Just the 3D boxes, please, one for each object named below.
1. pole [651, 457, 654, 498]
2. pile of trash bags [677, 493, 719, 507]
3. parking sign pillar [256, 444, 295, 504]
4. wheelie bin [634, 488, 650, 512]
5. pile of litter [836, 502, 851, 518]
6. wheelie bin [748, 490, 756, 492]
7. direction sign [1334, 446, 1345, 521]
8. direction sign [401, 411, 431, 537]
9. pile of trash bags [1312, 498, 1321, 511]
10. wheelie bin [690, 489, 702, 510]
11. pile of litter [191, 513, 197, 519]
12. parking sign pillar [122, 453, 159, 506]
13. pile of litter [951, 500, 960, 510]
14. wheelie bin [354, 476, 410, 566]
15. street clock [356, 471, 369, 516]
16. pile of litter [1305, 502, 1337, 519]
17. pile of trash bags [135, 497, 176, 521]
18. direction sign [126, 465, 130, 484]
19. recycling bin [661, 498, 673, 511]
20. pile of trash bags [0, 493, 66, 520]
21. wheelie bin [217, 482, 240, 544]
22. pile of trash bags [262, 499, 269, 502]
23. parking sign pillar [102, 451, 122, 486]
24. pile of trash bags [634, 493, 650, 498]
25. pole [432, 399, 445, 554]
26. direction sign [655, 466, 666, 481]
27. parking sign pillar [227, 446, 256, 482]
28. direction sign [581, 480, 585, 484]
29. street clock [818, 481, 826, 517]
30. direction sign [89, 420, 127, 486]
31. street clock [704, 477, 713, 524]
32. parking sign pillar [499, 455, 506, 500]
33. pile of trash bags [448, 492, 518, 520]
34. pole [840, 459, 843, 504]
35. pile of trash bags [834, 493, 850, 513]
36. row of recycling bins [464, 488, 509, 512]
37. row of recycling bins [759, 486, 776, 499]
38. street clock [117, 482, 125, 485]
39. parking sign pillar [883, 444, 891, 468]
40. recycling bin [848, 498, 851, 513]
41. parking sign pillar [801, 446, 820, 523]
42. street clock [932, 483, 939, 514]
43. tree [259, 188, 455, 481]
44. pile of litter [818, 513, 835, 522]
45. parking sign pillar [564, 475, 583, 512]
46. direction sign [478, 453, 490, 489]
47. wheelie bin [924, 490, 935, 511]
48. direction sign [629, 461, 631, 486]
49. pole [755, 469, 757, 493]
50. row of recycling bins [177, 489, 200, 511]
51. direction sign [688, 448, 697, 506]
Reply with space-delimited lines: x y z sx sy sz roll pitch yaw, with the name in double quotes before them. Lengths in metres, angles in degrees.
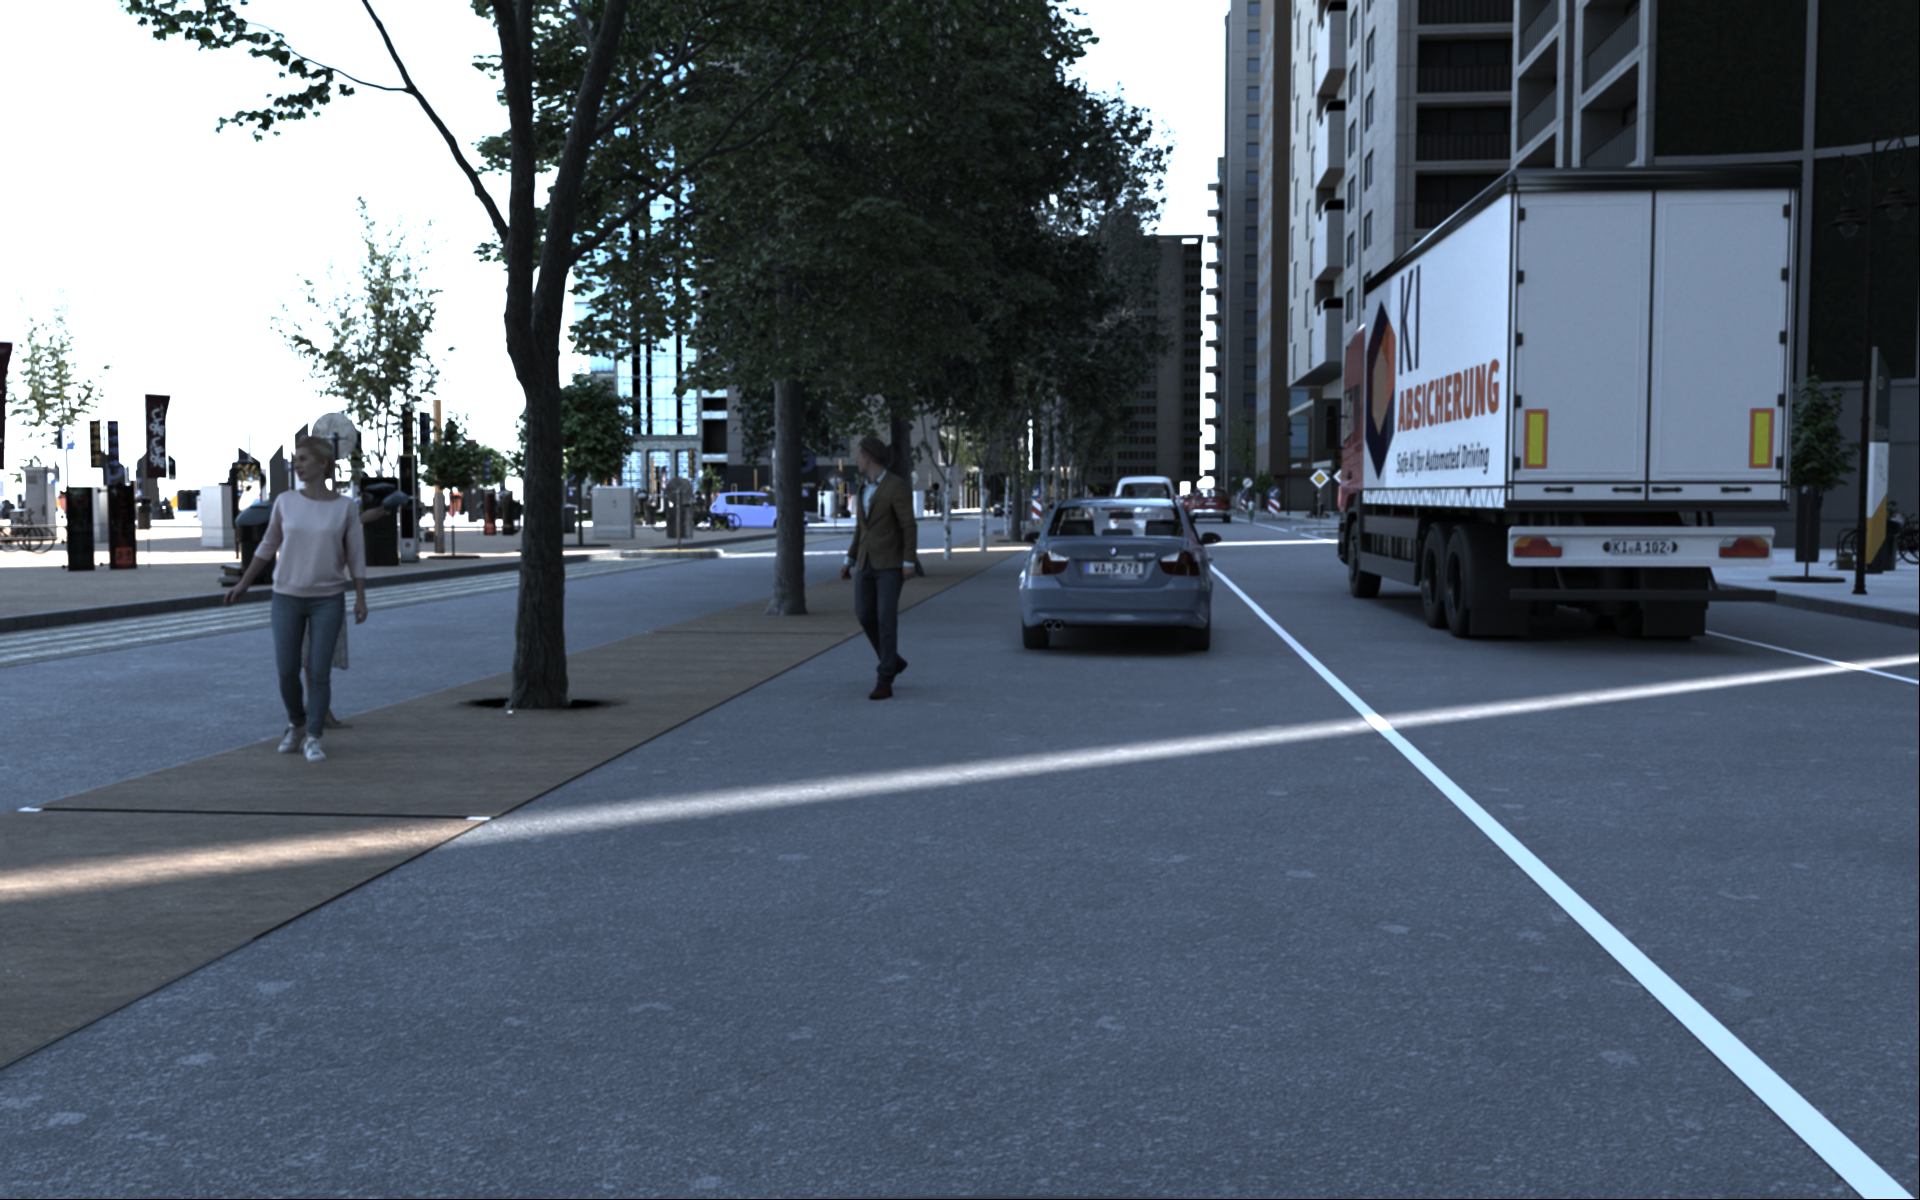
"pole" -17.089 -6.266 96.288 0.158 3.312 0.155 0 3 0
"pile of trash bags" -20.210 -7.553 133.246 3.447 1.369 1.912 0 4 2
"parking sign pillar" -36.634 -6.404 93.171 1.447 3.967 1.447 3 4 37
"wheelie bin" -16.817 -5.107 91.399 0.693 1.594 0.980 -3 5 -42
"pile of litter" -6.440 -4.780 92.123 1.176 0.858 1.719 3 4 36
"wheelie bin" -16.761 -8.041 139.376 0.980 1.594 0.693 -2 4 -32
"direction sign" 18.129 -5.501 81.943 0.876 3.537 0.379 -1 4 -10
"direction sign" -14.873 -3.392 47.457 0.379 3.537 0.876 3 5 41
"pile of trash bags" 27.000 -7.076 125.447 1.912 1.369 3.447 -1 4 -21
"wheelie bin" -15.350 -5.680 100.777 0.693 1.594 0.980 -2 4 -28
"pile of litter" -40.012 -4.734 91.371 1.176 0.858 1.719 0 4 -5
"parking sign pillar" -42.238 -6.207 89.949 1.447 3.967 1.447 1 4 12
"pile of litter" -0.634 -7.719 140.168 1.176 0.858 1.719 0 4 -4
"wheelie bin" -10.325 -1.407 30.915 0.980 1.594 0.693 -1 4 -20
"street clock" -19.072 -3.102 55.287 0.471 2.002 0.358 2 4 30
"pile of litter" 18.853 -4.693 90.688 1.719 0.858 1.176 2 4 33
"pile of trash bags" -40.213 -4.593 84.848 3.447 1.369 1.912 1 4 12
"direction sign" -65.800 -8.845 136.618 0.379 3.537 0.876 1 4 18
"recycling bin" -21.159 -6.869 124.858 0.722 1.027 0.722 1 4 9
"pile of trash bags" -46.426 -4.713 86.804 3.447 1.369 1.912 -1 4 -20
"wheelie bin" -18.749 -2.249 44.672 0.980 1.594 0.693 -2 4 -30
"pile of trash bags" -55.395 -7.709 135.799 1.912 1.369 3.447 0 4 -1
"parking sign pillar" -52.964 -7.339 108.460 1.447 3.967 1.447 -3 4 -38
"pile of trash bags" -24.464 -7.618 134.307 1.912 1.369 3.447 -1 4 -22
"pole" -11.199 -2.650 37.175 0.158 3.312 0.155 0 3 0
"direction sign" -23.841 -8.935 138.077 0.876 3.537 0.379 -1 4 -12
"parking sign pillar" -39.924 -6.653 97.242 1.447 3.967 1.447 0 4 3
"direction sign" -29.154 -8.615 132.849 0.876 3.537 0.379 -3 5 -40
"street clock" -7.598 -5.568 95.611 0.358 2.002 0.471 -2 4 -35
"direction sign" -26.171 -3.734 53.041 0.876 3.537 0.379 0 4 -5
"street clock" -10.906 -4.310 75.034 0.358 2.002 0.471 1 4 15
"parking sign pillar" -31.313 -7.956 118.551 1.447 3.967 1.447 -1 4 -12
"pile of trash bags" -23.726 -4.682 86.300 3.447 1.369 1.912 -2 4 -32
"pole" -6.878 -6.517 100.397 0.158 3.312 0.155 0 3 0
"pile of trash bags" -8.371 -6.274 112.327 1.912 1.369 3.447 3 5 39
"row of recycling bins" -33.487 -7.069 122.698 3.534 1.692 1.069 1 4 10
"row of recycling bins" -8.729 -4.876 86.829 3.534 1.692 1.069 3 5 39
"street clock" -50.648 -6.116 104.570 0.471 2.002 0.358 -1 4 -21
"parking sign pillar" -4.113 -6.181 89.527 1.447 3.967 1.447 -1 4 -18
"recycling bin" -7.427 -6.459 118.152 0.722 1.027 0.722 1 4 13
"parking sign pillar" -6.924 -5.373 76.326 1.447 3.967 1.447 -2 4 -28
"street clock" -1.536 -6.379 108.863 0.358 2.002 0.471 3 5 41
"tree" -14.103 -5.569 41.421 4.737 8.622 4.395 0 3 0
"pile of litter" -6.866 -3.998 79.333 1.719 0.858 1.176 3 5 41
"parking sign pillar" -27.984 -8.359 125.149 1.447 3.967 1.447 2 4 30
"direction sign" -26.064 -6.282 94.706 0.876 3.537 0.379 1 4 19
"wheelie bin" -2.346 -7.696 133.742 0.980 1.594 0.693 1 4 16
"direction sign" -22.333 -7.672 117.438 0.379 3.537 0.876 0 4 -5
"pole" -16.652 -9.024 141.393 0.158 3.312 0.155 0 3 0
"row of recycling bins" -59.588 -7.810 134.812 1.069 1.692 3.534 1 4 17
"direction sign" -13.140 -5.696 85.121 0.379 3.537 0.876 1 4 16
